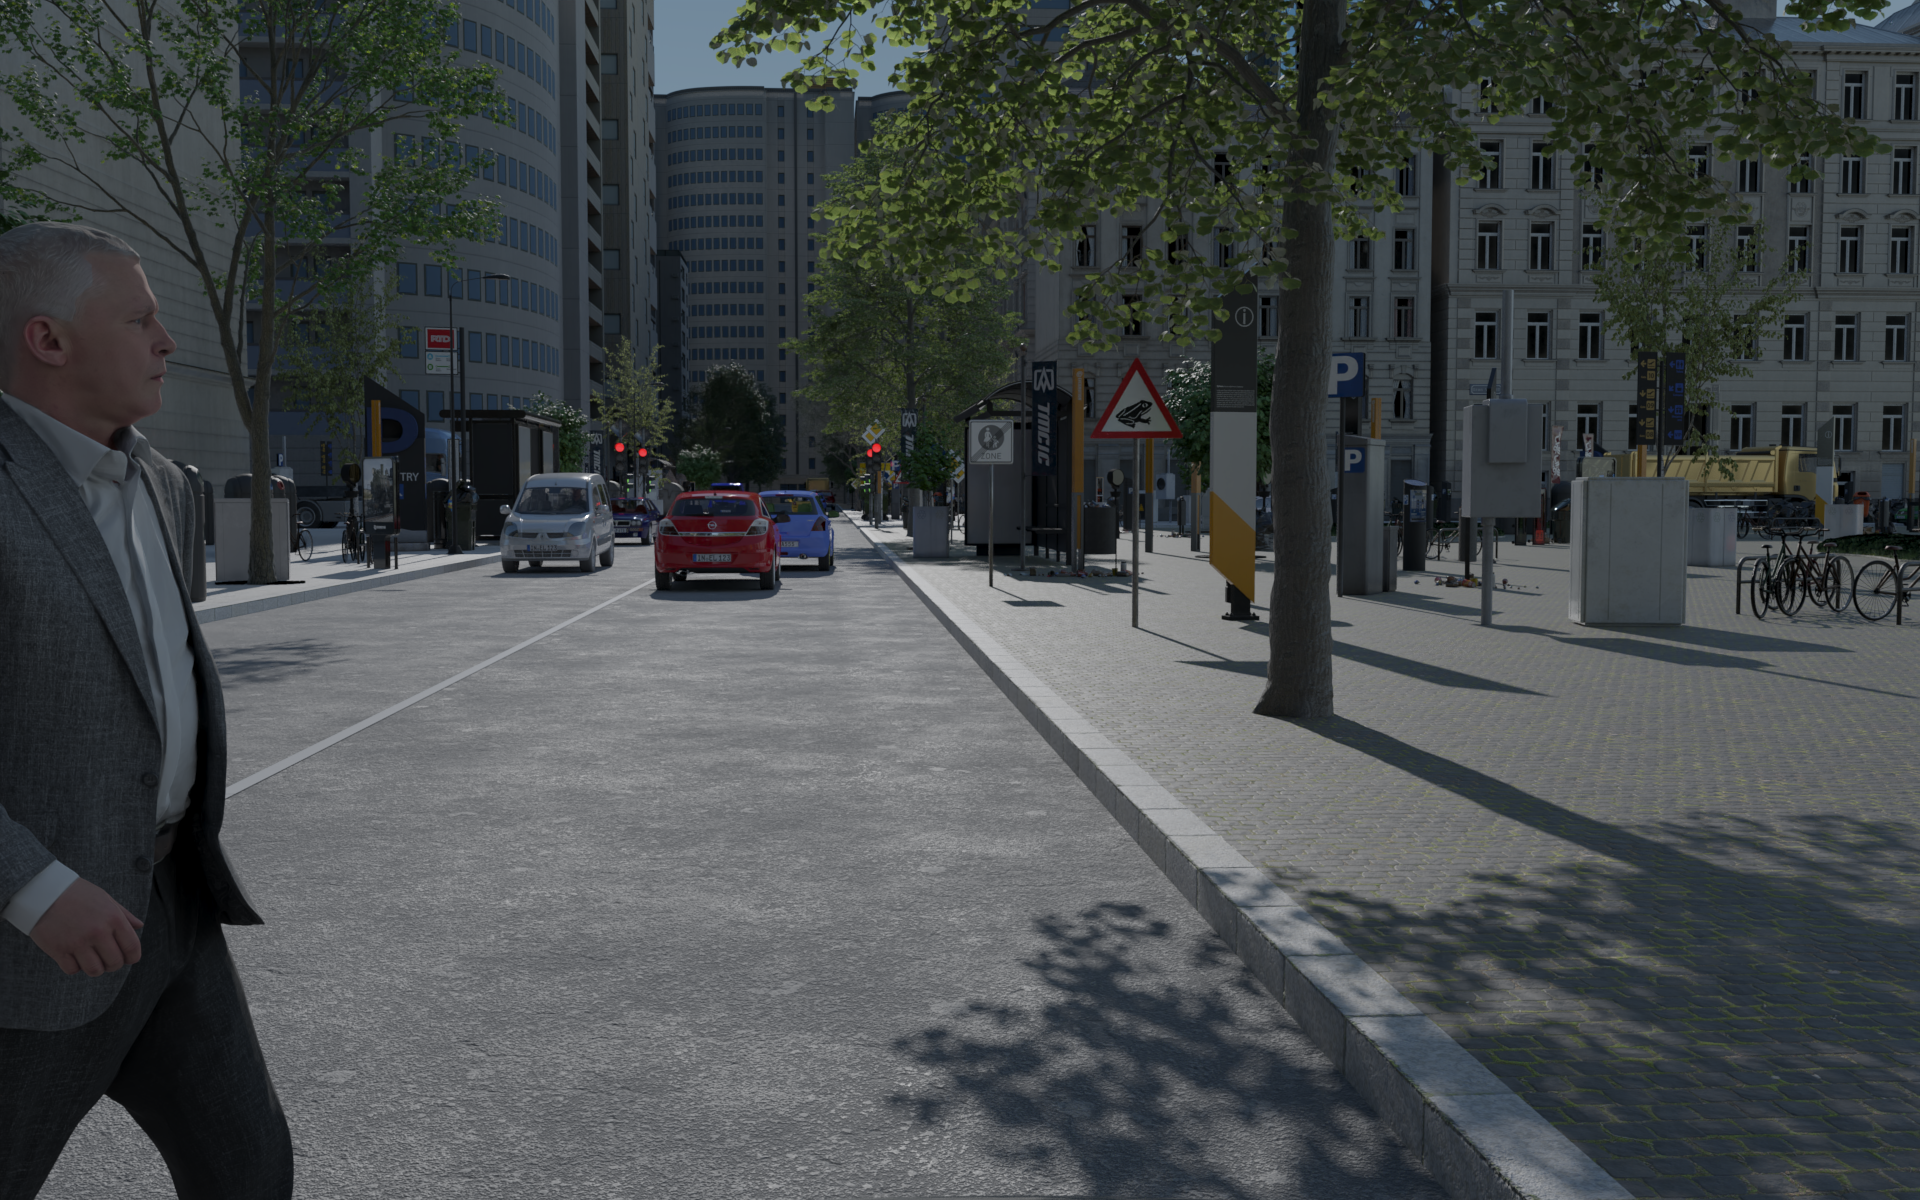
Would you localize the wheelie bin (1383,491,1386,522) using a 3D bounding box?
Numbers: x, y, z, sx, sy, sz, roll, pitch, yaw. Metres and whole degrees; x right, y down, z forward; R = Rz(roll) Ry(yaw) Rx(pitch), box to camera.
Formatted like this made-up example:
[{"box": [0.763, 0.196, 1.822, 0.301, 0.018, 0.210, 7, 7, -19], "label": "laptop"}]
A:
[{"box": [17.743, -4.042, 73.988, 0.693, 1.594, 0.980, -3, 5, -42], "label": "wheelie bin"}]

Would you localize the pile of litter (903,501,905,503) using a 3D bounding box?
[{"box": [-4.005, -7.093, 129.927, 1.176, 0.858, 1.719, -1, 4, -21], "label": "pile of litter"}]

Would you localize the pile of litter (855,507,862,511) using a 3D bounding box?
[{"box": [-7.397, -7.285, 133.078, 1.176, 0.858, 1.719, -2, 4, -27], "label": "pile of litter"}]

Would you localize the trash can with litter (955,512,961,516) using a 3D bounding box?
[{"box": [-1.003, -5.540, 101.635, 2.233, 1.210, 1.678, 0, 4, 2], "label": "trash can with litter"}]

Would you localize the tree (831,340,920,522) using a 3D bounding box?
[{"box": [-3.665, -7.929, 80.003, 4.360, 8.622, 3.978, 0, 3, 0], "label": "tree"}]

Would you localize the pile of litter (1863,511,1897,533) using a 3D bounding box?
[{"box": [27.720, -2.362, 52.589, 1.719, 0.858, 1.176, -2, 4, -23], "label": "pile of litter"}]

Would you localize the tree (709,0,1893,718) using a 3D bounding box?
[{"box": [2.387, -5.611, 9.867, 7.486, 12.596, 7.792, 0, 3, 0], "label": "tree"}]

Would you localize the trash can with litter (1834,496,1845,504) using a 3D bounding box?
[{"box": [64.221, -6.925, 124.284, 2.233, 1.210, 1.678, -1, 4, -17], "label": "trash can with litter"}]

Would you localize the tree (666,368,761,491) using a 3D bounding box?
[{"box": [-18.109, -11.804, 127.409, 7.601, 10.594, 8.767, -1, 4, -9], "label": "tree"}]

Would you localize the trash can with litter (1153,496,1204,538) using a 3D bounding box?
[{"box": [6.429, -2.477, 51.562, 1.678, 1.210, 2.233, 1, 4, 17], "label": "trash can with litter"}]

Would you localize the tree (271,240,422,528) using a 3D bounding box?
[{"box": [-17.353, -6.022, 48.829, 4.737, 8.622, 4.395, 0, 3, 0], "label": "tree"}]

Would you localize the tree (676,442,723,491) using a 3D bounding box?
[{"box": [-16.607, -7.754, 110.497, 4.285, 4.588, 4.351, 0, 3, 0], "label": "tree"}]

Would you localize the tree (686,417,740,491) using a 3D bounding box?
[{"box": [-19.608, -11.477, 138.010, 4.737, 8.622, 4.395, 0, 3, 0], "label": "tree"}]

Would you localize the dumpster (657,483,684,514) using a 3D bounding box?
[{"box": [-14.683, -5.025, 87.909, 1.264, 1.857, 1.865, 0, 4, -5], "label": "dumpster"}]

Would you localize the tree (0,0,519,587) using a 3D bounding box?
[{"box": [-10.008, -6.017, 24.132, 9.928, 11.665, 9.643, 0, 3, 0], "label": "tree"}]

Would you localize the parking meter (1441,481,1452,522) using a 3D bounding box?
[{"box": [21.450, -4.323, 76.389, 0.255, 1.863, 0.399, -2, 4, -27], "label": "parking meter"}]

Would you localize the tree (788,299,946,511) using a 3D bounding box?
[{"box": [-5.344, -11.891, 104.795, 12.009, 13.543, 11.850, 0, 3, 0], "label": "tree"}]

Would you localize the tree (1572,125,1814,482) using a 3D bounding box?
[{"box": [14.185, -5.137, 34.351, 4.737, 8.622, 4.395, 0, 3, 0], "label": "tree"}]

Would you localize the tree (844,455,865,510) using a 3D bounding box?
[{"box": [-7.877, -9.621, 141.023, 4.285, 4.588, 4.351, 0, 3, 0], "label": "tree"}]

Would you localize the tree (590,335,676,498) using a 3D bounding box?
[{"box": [-14.851, -7.914, 79.748, 4.360, 8.622, 3.978, 0, 3, 0], "label": "tree"}]

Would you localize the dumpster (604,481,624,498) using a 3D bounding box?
[{"box": [-15.496, -4.308, 76.187, 1.264, 1.857, 1.865, 0, 4, -4], "label": "dumpster"}]

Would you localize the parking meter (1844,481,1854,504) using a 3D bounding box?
[{"box": [41.124, -4.554, 80.166, 0.255, 1.863, 0.399, 0, 4, -2], "label": "parking meter"}]

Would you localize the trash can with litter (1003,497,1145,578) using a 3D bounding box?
[{"box": [1.803, -0.986, 27.173, 2.233, 1.210, 1.678, 0, 4, 3], "label": "trash can with litter"}]

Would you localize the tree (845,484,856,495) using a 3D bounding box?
[{"box": [-13.554, -13.416, 213.948, 1.663, 3.219, 1.824, 0, 3, 0], "label": "tree"}]

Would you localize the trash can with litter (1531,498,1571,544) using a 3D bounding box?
[{"box": [15.378, -2.045, 44.819, 1.055, 1.170, 0.624, 0, 4, -5], "label": "trash can with litter"}]

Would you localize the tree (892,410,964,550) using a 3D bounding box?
[{"box": [-0.834, -2.777, 40.000, 1.663, 3.219, 1.824, 0, 3, 0], "label": "tree"}]

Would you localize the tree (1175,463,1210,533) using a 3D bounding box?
[{"box": [7.903, -3.859, 57.701, 1.663, 3.219, 1.824, 0, 3, 0], "label": "tree"}]

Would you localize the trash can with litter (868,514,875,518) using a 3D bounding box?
[{"box": [-4.780, -5.022, 93.494, 0.624, 1.170, 1.055, -1, 4, -19], "label": "trash can with litter"}]

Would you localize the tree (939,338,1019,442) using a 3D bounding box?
[{"box": [0.972, -7.863, 78.915, 4.360, 8.622, 3.978, 0, 3, 0], "label": "tree"}]

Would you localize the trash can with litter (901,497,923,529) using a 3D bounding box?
[{"box": [-1.614, -3.159, 63.044, 1.055, 1.170, 0.624, 0, 4, -1], "label": "trash can with litter"}]

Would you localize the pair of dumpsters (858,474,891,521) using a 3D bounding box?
[{"box": [-4.185, -5.048, 85.034, 1.574, 2.255, 4.437, 0, 4, -4], "label": "pair of dumpsters"}]

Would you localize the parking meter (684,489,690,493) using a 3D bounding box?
[{"box": [-15.717, -5.758, 99.854, 0.255, 1.863, 0.399, 1, 4, 12], "label": "parking meter"}]

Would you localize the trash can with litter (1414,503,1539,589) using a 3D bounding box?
[{"box": [7.295, -0.821, 24.480, 1.678, 1.210, 2.233, 1, 4, 17], "label": "trash can with litter"}]

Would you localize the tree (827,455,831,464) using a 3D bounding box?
[{"box": [-12.802, -15.052, 196.455, 4.360, 8.622, 3.978, 0, 3, 0], "label": "tree"}]

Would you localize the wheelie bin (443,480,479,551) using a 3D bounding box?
[{"box": [-11.326, -1.925, 39.378, 0.693, 1.594, 0.980, 0, 4, -4], "label": "wheelie bin"}]

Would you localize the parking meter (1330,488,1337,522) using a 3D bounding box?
[{"box": [13.111, -3.190, 60.574, 0.372, 1.533, 0.369, 0, 3, 0], "label": "parking meter"}]

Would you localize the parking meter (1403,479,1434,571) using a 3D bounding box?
[{"box": [7.608, -1.258, 28.980, 0.372, 1.533, 0.369, 0, 3, 0], "label": "parking meter"}]

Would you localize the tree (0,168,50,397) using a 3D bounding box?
[{"box": [-9.147, -1.884, 14.520, 4.285, 4.588, 4.351, 0, 3, 0], "label": "tree"}]

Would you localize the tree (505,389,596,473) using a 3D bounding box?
[{"box": [-13.084, -4.329, 54.493, 4.285, 4.588, 4.351, 0, 3, 0], "label": "tree"}]

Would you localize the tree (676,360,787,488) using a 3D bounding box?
[{"box": [-19.609, -14.117, 147.821, 9.611, 12.733, 9.660, 0, 3, 0], "label": "tree"}]

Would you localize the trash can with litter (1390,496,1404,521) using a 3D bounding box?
[{"box": [20.592, -4.233, 80.602, 1.055, 1.170, 0.624, 0, 4, 5], "label": "trash can with litter"}]

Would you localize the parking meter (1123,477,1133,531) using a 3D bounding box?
[{"box": [5.930, -3.356, 60.584, 0.399, 1.863, 0.255, -1, 4, -22], "label": "parking meter"}]

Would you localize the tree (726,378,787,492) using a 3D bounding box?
[{"box": [-23.635, -17.428, 191.600, 9.857, 13.997, 8.962, 0, 3, 0], "label": "tree"}]

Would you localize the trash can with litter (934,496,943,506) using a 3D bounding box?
[{"box": [-0.978, -5.000, 93.137, 0.624, 1.170, 1.055, -1, 4, -23], "label": "trash can with litter"}]

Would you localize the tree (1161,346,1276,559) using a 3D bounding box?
[{"box": [5.550, -3.130, 34.897, 4.285, 4.588, 4.351, 0, 3, 0], "label": "tree"}]

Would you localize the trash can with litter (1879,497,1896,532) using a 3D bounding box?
[{"box": [26.941, -2.395, 50.215, 1.678, 1.210, 2.233, 2, 4, 33], "label": "trash can with litter"}]

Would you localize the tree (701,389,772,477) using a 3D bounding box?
[{"box": [-22.005, -14.777, 167.357, 9.928, 11.665, 9.643, 0, 3, 0], "label": "tree"}]
